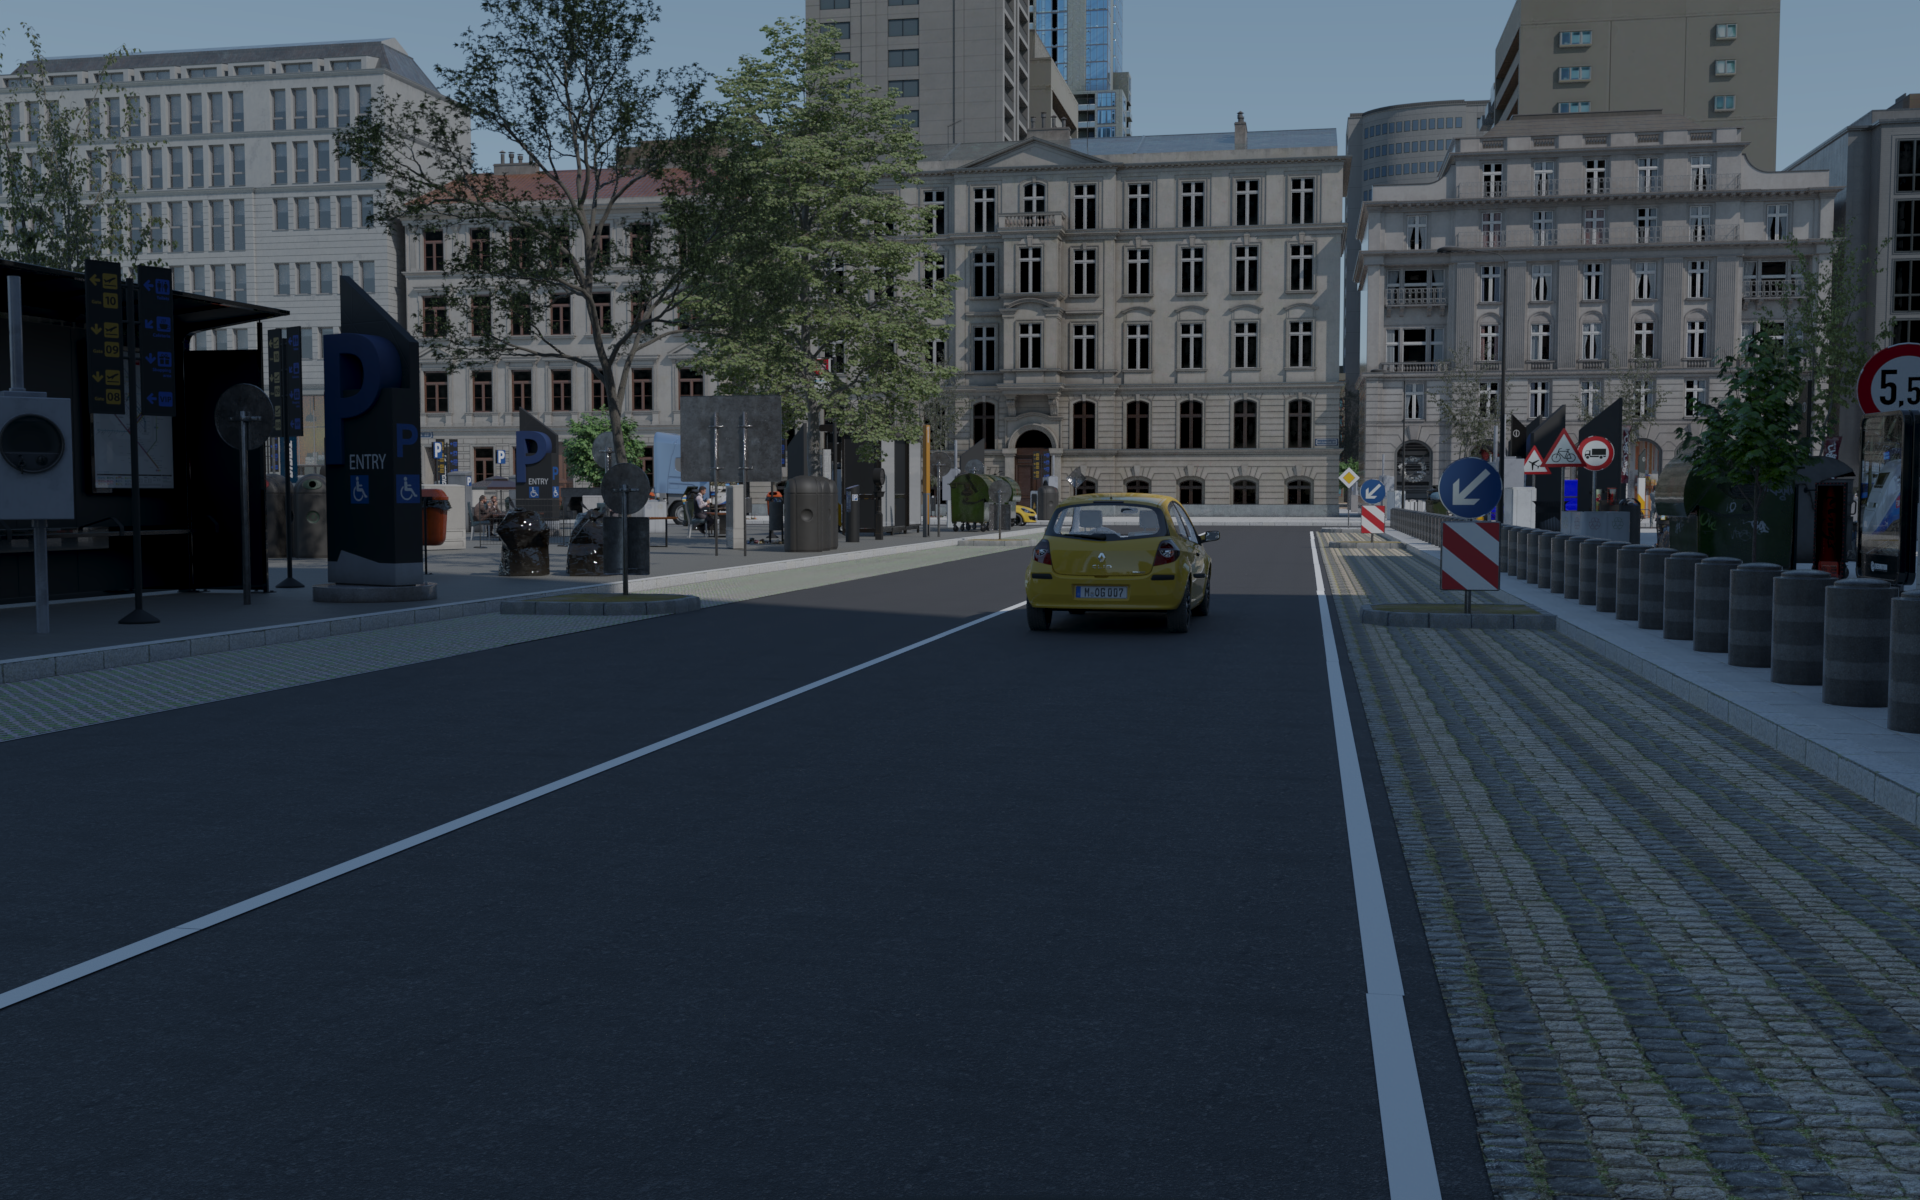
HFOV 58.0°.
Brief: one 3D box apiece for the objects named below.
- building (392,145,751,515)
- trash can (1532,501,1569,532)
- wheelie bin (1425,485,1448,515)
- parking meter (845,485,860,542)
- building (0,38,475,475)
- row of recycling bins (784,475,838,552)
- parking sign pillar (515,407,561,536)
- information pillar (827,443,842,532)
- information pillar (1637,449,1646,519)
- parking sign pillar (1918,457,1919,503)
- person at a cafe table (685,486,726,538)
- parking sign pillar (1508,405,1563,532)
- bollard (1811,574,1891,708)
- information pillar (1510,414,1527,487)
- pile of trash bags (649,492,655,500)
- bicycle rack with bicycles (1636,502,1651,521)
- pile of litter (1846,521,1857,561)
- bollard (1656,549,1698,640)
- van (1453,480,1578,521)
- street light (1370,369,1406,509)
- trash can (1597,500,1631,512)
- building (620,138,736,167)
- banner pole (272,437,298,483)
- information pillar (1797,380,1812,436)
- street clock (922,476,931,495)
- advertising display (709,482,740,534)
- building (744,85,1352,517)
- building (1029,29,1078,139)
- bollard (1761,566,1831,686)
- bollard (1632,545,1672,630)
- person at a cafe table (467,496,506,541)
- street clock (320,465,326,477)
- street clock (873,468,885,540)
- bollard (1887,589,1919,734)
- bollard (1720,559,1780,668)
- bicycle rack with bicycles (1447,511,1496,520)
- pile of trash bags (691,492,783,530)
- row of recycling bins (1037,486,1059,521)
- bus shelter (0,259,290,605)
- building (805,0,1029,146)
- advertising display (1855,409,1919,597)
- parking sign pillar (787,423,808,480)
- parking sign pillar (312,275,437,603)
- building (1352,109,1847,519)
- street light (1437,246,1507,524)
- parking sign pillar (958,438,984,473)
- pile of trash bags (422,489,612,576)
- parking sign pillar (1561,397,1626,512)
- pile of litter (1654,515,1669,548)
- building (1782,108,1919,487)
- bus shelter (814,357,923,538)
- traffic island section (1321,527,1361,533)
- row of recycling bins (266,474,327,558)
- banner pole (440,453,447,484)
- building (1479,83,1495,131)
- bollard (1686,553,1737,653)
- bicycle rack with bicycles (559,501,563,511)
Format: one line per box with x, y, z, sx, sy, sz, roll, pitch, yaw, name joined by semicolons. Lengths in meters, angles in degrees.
-22.561;-16.559;106.903;21.152;22.565;11.583;1;4;11;building
12.430;-1.519;36.490;0.748;1.137;0.748;0;3;0;trash can
16.509;-3.185;59.980;0.693;1.594;0.980;-1;4;-9;wheelie bin
-2.863;-2.305;46.099;0.372;1.533;0.369;0;3;0;parking meter
-47.570;-20.431;111.543;29.804;29.767;11.434;1;4;11;building
-3.358;-1.996;39.742;1.069;1.692;3.534;0;4;3;row of recycling bins
-13.022;-3.967;53.335;1.447;3.967;1.447;1;4;18;parking sign pillar
-4.183;-4.065;57.812;0.504;3.616;0.183;-1;4;-18;information pillar
35.028;-5.973;89.015;0.504;3.616;0.183;-2;4;-28;information pillar
29.238;-3.868;51.721;1.447;3.967;1.447;2;4;32;parking sign pillar
-7.331;-2.624;51.425;1.622;1.524;1.698;-1;4;-17;person at a cafe table
17.515;-3.883;51.961;1.447;3.967;1.447;-2;4;-28;parking sign pillar
5.494;0.254;10.569;0.404;0.777;0.398;0;3;0;bollard
16.373;-3.641;50.878;0.504;3.616;0.183;-1;4;-12;information pillar
-14.375;-4.793;88.112;3.447;1.369;1.912;-1;4;-13;pile of trash bags
29.448;-3.937;77.758;2.925;0.926;2.852;-1;4;-14;bicycle rack with bicycles
17.318;-1.183;33.301;1.176;0.858;1.719;0;4;7;pile of litter
6.444;-0.037;15.324;0.404;0.777;0.398;0;3;0;bollard
23.909;-4.284;74.423;5.245;2.365;2.240;1;4;10;van
15.917;-5.613;64.314;1.470;5.913;1.316;1;4;11;street light
15.554;-1.809;41.236;0.748;1.137;0.748;0;3;0;trash can
-34.029;-34.502;214.222;14.200;45.320;14.600;1;4;11;building
-19.149;-3.606;48.977;0.863;3.779;0.401;-2;4;-25;banner pole
17.422;-2.717;35.786;0.183;3.616;0.504;0;4;5;information pillar
-1.170;-3.407;60.271;0.358;2.002;0.471;0;4;7;street clock
-7.520;-3.067;55.353;0.974;1.923;0.123;-1;4;-16;advertising display
5.230;-17.347;102.713;34.723;24.649;14.460;1;4;11;building
0.743;-34.463;187.177;21.300;48.544;21.600;1;4;11;building
5.733;0.181;11.757;0.404;0.777;0.398;0;3;0;bollard
6.684;-0.109;16.502;0.404;0.777;0.398;0;3;0;bollard
-13.653;-2.501;51.748;1.726;1.238;1.698;3;5;43;person at a cafe table
-15.942;-2.394;43.717;0.358;2.002;0.471;0;4;4;street clock
-2.261;-2.680;48.388;0.358;2.002;0.471;1;4;15;street clock
5.257;0.327;9.376;0.404;0.777;0.398;0;3;0;bollard
5.966;0.109;12.941;0.404;0.777;0.398;0;3;0;bollard
18.325;-3.043;63.141;2.852;0.926;2.925;-2;4;-32;bicycle rack with bicycles
-7.984;-3.177;61.701;3.447;1.369;1.912;0;4;8;pile of trash bags
4.347;-4.806;85.692;1.069;1.692;3.534;0;4;6;row of recycling bins
-10.029;-1.724;19.471;1.731;3.624;6.357;1;4;11;bus shelter
-2.019;-44.483;165.556;20.563;71.187;20.611;1;4;11;building
7.266;-0.512;13.592;0.123;1.923;0.974;1;4;10;advertising display
-6.113;-4.757;66.254;1.447;3.967;1.447;-2;4;-35;parking sign pillar
-7.125;-1.989;20.994;1.447;3.967;1.447;2;4;34;parking sign pillar
34.324;-15.577;96.484;24.055;21.916;13.314;1;4;11;building
9.620;-3.667;32.493;1.470;5.913;1.316;1;4;11;street light
0.517;-5.813;83.516;1.447;3.967;1.447;-2;4;-28;parking sign pillar
-7.112;-1.104;27.799;3.447;1.369;1.912;0;4;2;pile of trash bags
18.163;-3.702;48.994;1.447;3.967;1.447;-3;4;-36;parking sign pillar
16.348;-1.565;39.556;1.176;0.858;1.719;1;4;17;pile of litter
61.430;-16.700;92.105;30.058;24.678;14.314;1;4;11;building
-2.946;-4.624;53.242;2.179;5.291;8.768;1;4;11;bus shelter
14.532;-2.595;64.715;2.009;0.180;2.903;1;4;11;traffic island section
-14.368;-1.709;35.054;3.534;1.692;1.069;0;4;4;row of recycling bins
-27.653;-6.321;93.364;0.863;3.779;0.401;-2;4;-35;banner pole
67.477;-34.586;185.092;23.786;49.044;30.456;1;4;11;building
6.206;0.036;14.130;0.404;0.777;0.398;0;3;0;bollard
-21.348;-5.022;95.494;2.852;0.926;2.925;1;4;22;bicycle rack with bicycles
